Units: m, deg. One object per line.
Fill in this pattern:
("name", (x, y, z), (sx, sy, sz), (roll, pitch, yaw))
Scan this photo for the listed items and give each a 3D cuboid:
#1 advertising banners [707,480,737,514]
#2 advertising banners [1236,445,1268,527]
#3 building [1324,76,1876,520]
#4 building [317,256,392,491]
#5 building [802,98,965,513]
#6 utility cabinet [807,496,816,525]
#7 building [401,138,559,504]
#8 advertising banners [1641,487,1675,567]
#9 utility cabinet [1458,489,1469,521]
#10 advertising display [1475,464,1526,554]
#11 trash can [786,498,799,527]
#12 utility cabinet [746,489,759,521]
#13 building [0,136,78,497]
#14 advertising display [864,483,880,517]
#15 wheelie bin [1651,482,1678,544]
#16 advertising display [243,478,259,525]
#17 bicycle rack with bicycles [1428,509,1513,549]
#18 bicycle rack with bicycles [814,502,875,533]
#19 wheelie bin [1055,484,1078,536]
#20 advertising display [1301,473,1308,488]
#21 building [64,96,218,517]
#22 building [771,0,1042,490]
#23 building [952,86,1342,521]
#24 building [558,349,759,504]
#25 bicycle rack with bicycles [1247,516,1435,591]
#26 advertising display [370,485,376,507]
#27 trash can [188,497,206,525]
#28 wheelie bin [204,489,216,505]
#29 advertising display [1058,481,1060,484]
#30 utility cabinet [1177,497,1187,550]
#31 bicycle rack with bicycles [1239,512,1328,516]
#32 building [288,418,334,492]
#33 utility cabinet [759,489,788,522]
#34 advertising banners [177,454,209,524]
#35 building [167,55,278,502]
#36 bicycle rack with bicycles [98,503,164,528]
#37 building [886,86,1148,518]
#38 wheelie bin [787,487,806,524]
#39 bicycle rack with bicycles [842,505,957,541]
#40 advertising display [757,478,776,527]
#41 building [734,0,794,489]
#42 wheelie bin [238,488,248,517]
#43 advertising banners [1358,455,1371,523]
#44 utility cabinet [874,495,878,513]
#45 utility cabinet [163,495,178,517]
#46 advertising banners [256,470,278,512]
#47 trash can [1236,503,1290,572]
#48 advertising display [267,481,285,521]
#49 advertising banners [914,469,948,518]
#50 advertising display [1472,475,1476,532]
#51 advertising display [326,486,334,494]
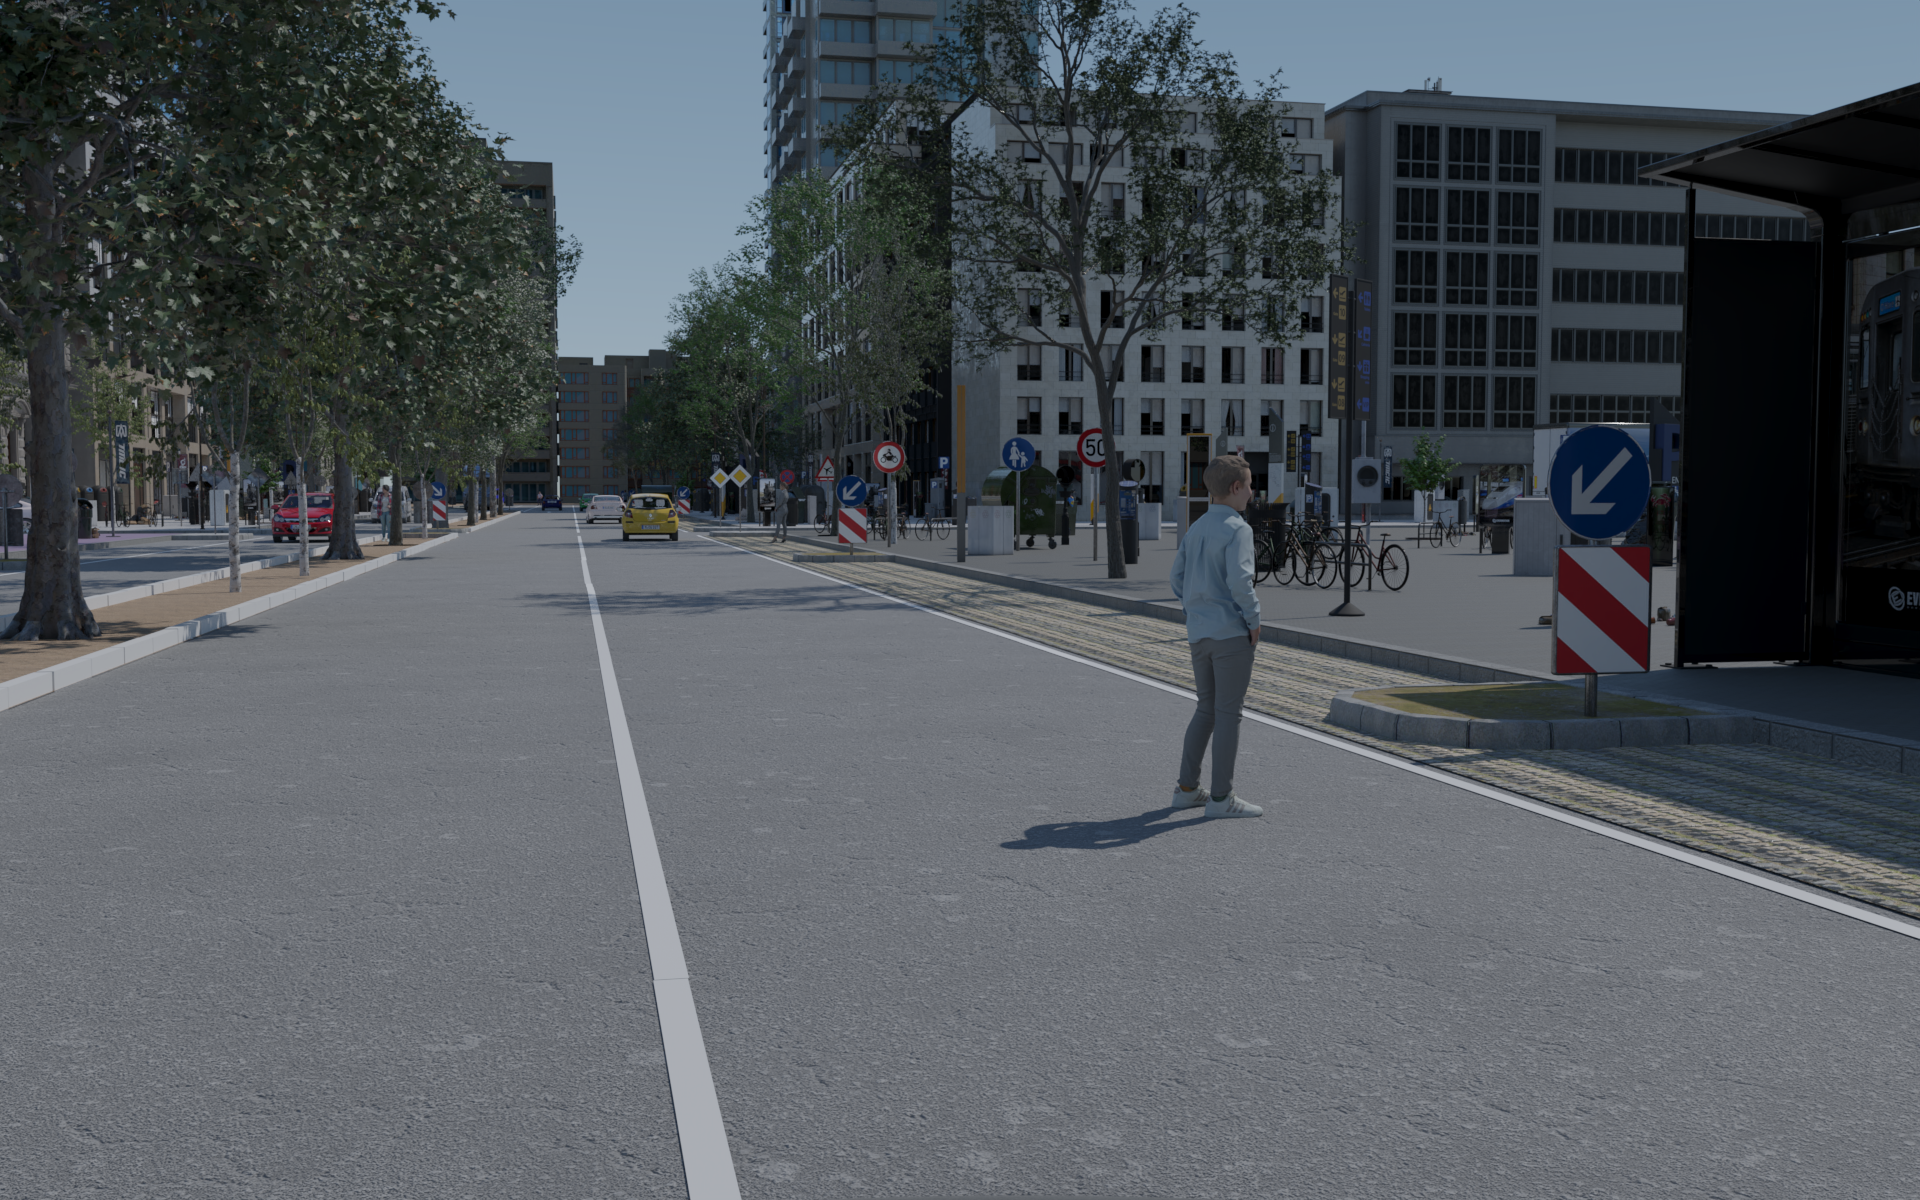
("advertising banners", (-15.025, -6.888, 108.805), (2.074, 3.025, 0.090), (-2, 4, -28))
("advertising banners", (10.549, -4.063, 62.624), (0.090, 3.025, 2.074), (3, 5, 43))
("building", (32.144, -16.783, 93.469), (30.058, 24.678, 14.314), (-1, 4, -13))
("building", (-92.810, -37.528, 233.186), (30.456, 49.044, 23.786), (-1, 4, -13))
("building", (0.133, -19.759, 127.582), (19.350, 26.468, 34.151), (-1, 4, -13))
("utility cabinet", (-6.207, -3.764, 72.703), (0.306, 1.237, 1.020), (-1, 4, -10))
("building", (-66.367, -37.570, 237.976), (21.600, 48.544, 21.300), (-1, 4, -13))
("advertising banners", (13.095, -2.095, 30.439), (2.074, 3.025, 0.090), (1, 4, 14))
("utility cabinet", (24.048, -4.533, 82.798), (0.318, 1.500, 1.173), (0, 4, 4))
("advertising display", (11.609, -1.952, 37.127), (0.974, 1.923, 0.123), (2, 4, 32))
("trash can", (-6.729, -3.485, 68.639), (0.748, 1.137, 0.748), (0, 3, 0))
("utility cabinet", (-9.625, -4.511, 82.437), (1.173, 1.500, 0.318), (2, 4, 32))
("building", (-48.210, -15.252, 78.248), (11.050, 23.489, 19.941), (-1, 4, -13))
("advertising display", (-4.982, -5.683, 98.132), (0.974, 1.923, 0.123), (-2, 4, -31))
("wheelie bin", (17.812, -2.207, 43.996), (0.980, 1.594, 0.693), (-1, 4, -21))
("advertising display", (-29.121, -4.033, 71.151), (0.974, 1.923, 0.123), (2, 4, 35))
("bicycle rack with bicycles", (12.224, -1.697, 41.123), (2.852, 0.926, 2.925), (2, 4, 34))
("bicycle rack with bicycles", (-3.071, -2.639, 56.525), (2.852, 0.926, 2.925), (-3, 4, -36))
("wheelie bin", (3.221, -2.803, 53.744), (0.980, 1.594, 0.693), (3, 5, 40))
("advertising display", (10.676, -2.969, 53.756), (0.123, 1.923, 0.974), (1, 4, 17))
("building", (-58.298, -18.339, 104.360), (19.350, 26.468, 34.151), (-1, 4, -13))
("building", (-5.600, -33.216, 162.696), (23.786, 49.044, 30.456), (-1, 4, -13))
("building", (8.920, -14.169, 86.407), (16.860, 20.320, 10.420), (-1, 4, -13))
("building", (-42.441, -24.614, 247.480), (28.899, 21.520, 27.650), (-1, 4, -13))
("bicycle rack with bicycles", (4.430, -0.634, 23.748), (2.852, 0.926, 2.925), (-1, 4, -15))
("advertising display", (-40.179, -6.935, 118.607), (0.123, 1.923, 0.974), (-3, 4, -36))
("trash can", (-32.058, -3.738, 72.764), (0.748, 1.137, 0.748), (0, 3, 0))
("wheelie bin", (-43.196, -5.626, 99.899), (0.980, 1.594, 0.693), (-2, 4, -32))
("advertising display", (4.473, -4.267, 74.986), (0.123, 1.923, 0.974), (-1, 4, -16))
("utility cabinet", (5.455, -1.783, 40.314), (0.306, 1.237, 1.020), (3, 5, 42))
("bicycle rack with bicycles", (6.846, -1.320, 34.971), (2.852, 0.926, 2.925), (-2, 4, -27))
("building", (-80.140, -20.455, 179.472), (28.899, 21.520, 27.650), (-1, 4, -13))
("utility cabinet", (-8.518, -4.333, 79.525), (1.173, 1.500, 0.318), (-1, 4, -18))
("advertising banners", (-33.001, -4.830, 75.152), (2.074, 3.025, 0.090), (1, 4, 8))
("building", (-69.016, -50.866, 144.336), (22.319, 86.520, 31.000), (-1, 4, -13))
("bicycle rack with bicycles", (-32.157, -3.304, 67.395), (2.852, 0.926, 2.925), (-1, 4, -22))
("building", (3.053, -16.703, 102.764), (12.332, 23.373, 15.834), (-1, 4, -13))
("wheelie bin", (-7.143, -4.107, 75.056), (0.693, 1.594, 0.980), (2, 4, 28))
("bicycle rack with bicycles", (-1.392, -2.145, 48.450), (2.852, 0.926, 2.925), (2, 4, 27))
("advertising display", (-7.662, -3.881, 68.662), (0.123, 1.923, 0.974), (3, 4, 36))
("building", (-13.135, -53.756, 191.586), (22.319, 86.520, 31.000), (-1, 4, -13))
("wheelie bin", (-40.643, -5.537, 98.438), (0.693, 1.594, 0.980), (-1, 4, -21))
("advertising banners", (17.866, -4.918, 76.593), (0.090, 3.025, 2.074), (0, 4, -2))
("utility cabinet", (-3.866, -4.713, 88.217), (1.020, 1.237, 0.306), (0, 4, -4))
("utility cabinet", (-44.956, -5.360, 98.792), (1.020, 1.237, 0.306), (1, 4, 15))
("advertising banners", (-50.033, -7.844, 124.444), (2.074, 3.025, 0.090), (-2, 4, -34))
("trash can", (5.103, -1.047, 28.765), (0.748, 1.137, 0.748), (0, 3, 0))
("advertising display", (-32.727, -4.751, 82.889), (0.123, 1.923, 0.974), (2, 4, 25))
("advertising banners", (-1.491, -5.914, 92.889), (2.074, 3.025, 0.090), (-2, 4, -24))
("advertising display", (17.617, -3.271, 58.700), (0.123, 1.923, 0.974), (3, 5, 39))
("advertising display", (-48.300, -7.833, 133.281), (0.974, 1.923, 0.123), (0, 4, -3))
